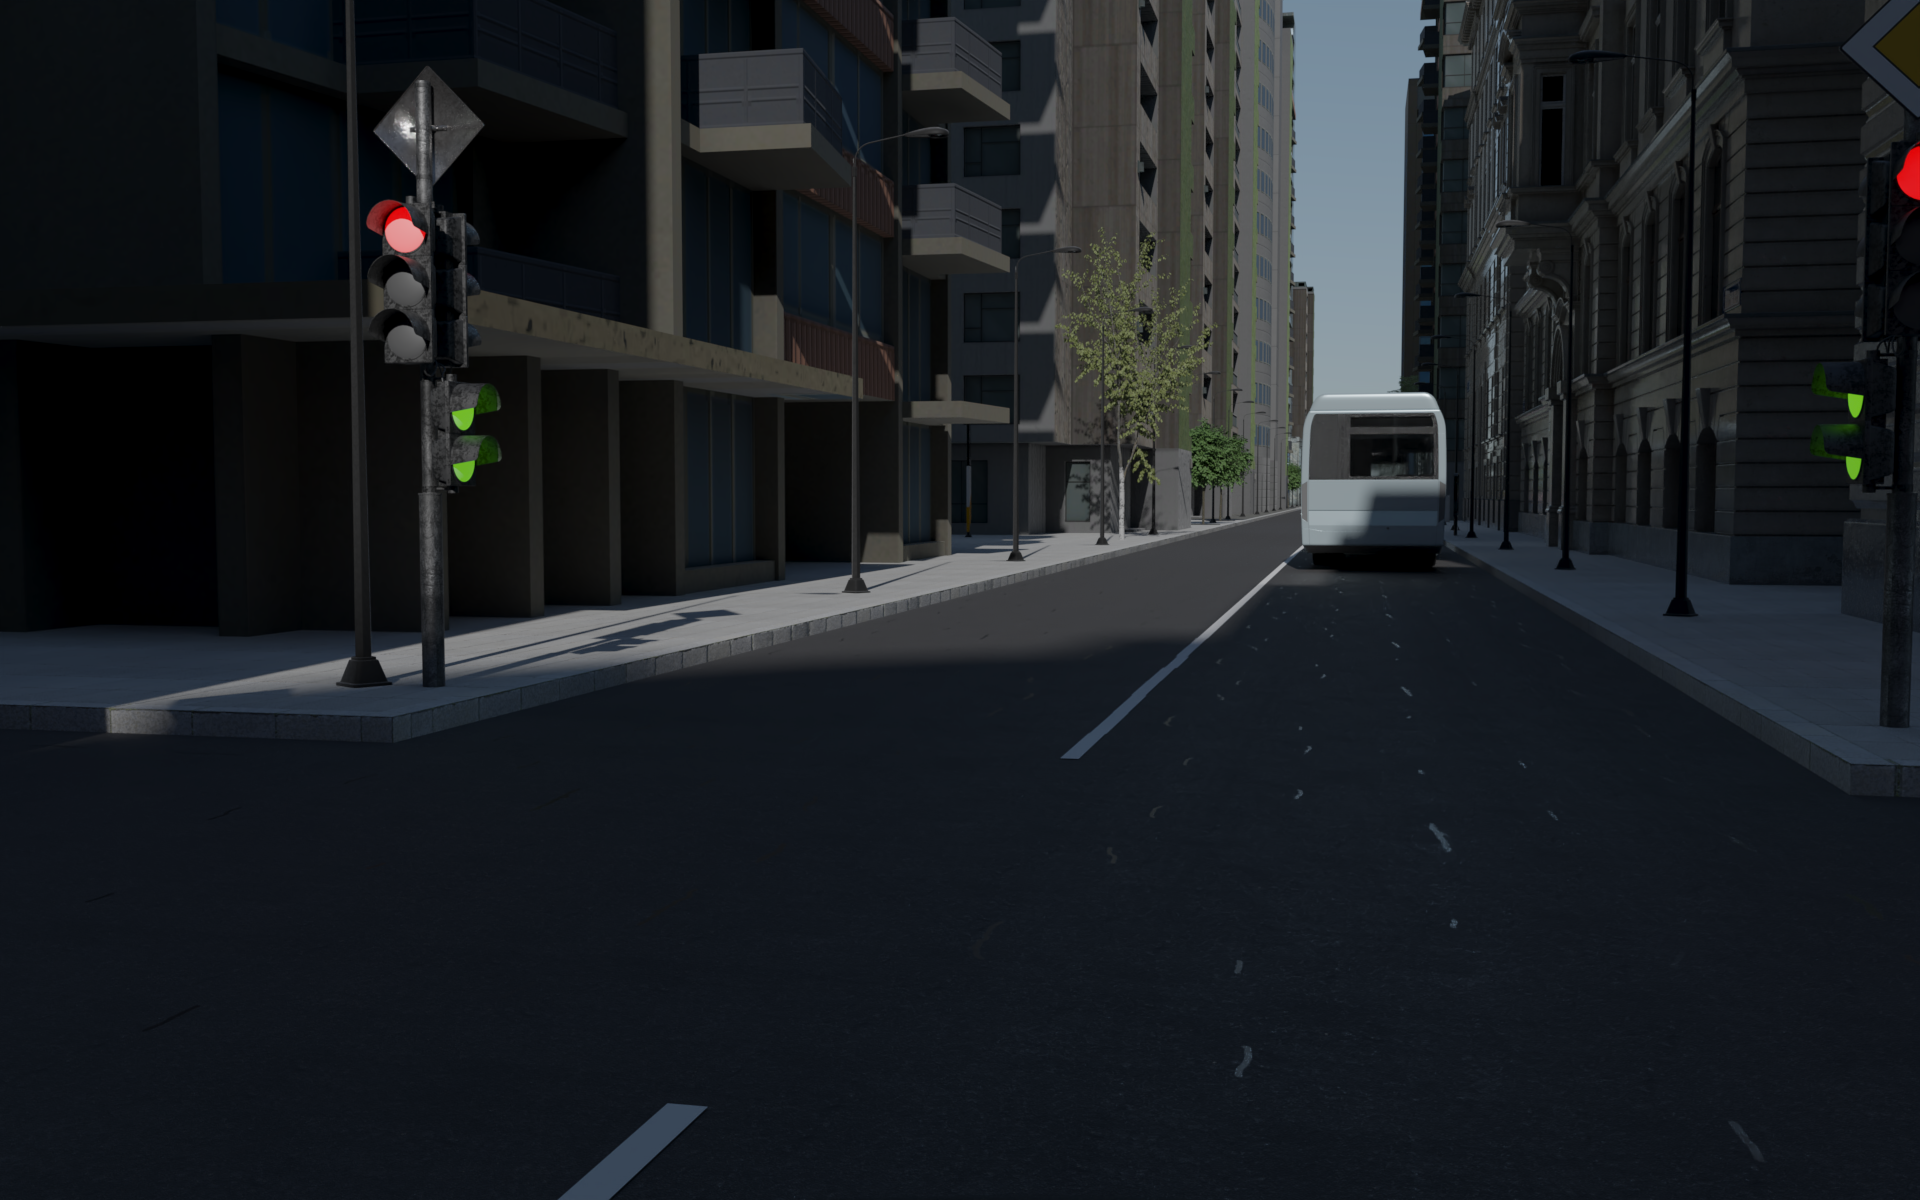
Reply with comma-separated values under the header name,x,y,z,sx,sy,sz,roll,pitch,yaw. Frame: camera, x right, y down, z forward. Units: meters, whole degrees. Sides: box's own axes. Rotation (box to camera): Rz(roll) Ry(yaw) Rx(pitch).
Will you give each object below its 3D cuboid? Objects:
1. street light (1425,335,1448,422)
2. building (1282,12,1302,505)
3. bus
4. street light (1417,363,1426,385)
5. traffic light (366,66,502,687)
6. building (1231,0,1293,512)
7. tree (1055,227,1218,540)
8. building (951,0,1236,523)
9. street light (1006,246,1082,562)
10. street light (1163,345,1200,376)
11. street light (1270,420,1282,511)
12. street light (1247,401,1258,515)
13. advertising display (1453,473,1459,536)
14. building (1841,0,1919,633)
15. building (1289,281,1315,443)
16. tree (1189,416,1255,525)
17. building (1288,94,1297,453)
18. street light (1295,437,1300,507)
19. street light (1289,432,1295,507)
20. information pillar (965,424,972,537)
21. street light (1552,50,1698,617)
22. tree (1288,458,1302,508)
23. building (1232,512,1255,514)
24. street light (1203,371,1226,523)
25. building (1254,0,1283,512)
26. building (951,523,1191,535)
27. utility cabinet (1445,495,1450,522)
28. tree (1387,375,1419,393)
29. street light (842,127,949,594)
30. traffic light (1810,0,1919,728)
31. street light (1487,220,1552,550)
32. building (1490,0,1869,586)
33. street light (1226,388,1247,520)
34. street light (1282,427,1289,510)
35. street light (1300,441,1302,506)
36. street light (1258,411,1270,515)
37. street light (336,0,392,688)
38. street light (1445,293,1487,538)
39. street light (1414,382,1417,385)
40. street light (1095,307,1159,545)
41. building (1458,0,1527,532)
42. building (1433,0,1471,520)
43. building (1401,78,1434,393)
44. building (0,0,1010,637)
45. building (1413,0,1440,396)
name,x,y,z,sx,sy,sz,roll,pitch,yaw
street light,14.441,-4.776,50.629,1.470,5.913,1.316,1,4,13
building,30.864,-54.921,210.634,22.319,86.520,31.000,1,4,13
bus,9.123,-2.635,37.938,2.948,3.499,13.247,1,4,14
street light,16.992,-5.424,61.229,1.470,5.913,1.316,1,4,13
traffic light,-3.494,-1.377,11.431,0.839,4.253,0.868,1,4,13
building,21.038,-28.475,149.159,14.154,41.232,14.086,1,4,13
tree,4.775,-5.998,48.434,4.737,8.622,4.395,0,3,0
building,7.217,-19.679,93.446,14.160,30.474,14.107,1,4,13
street light,1.591,-3.682,32.739,1.470,5.913,1.316,1,4,13
street light,6.621,-4.999,54.269,1.470,5.913,1.316,1,4,13
street light,19.170,-8.307,108.353,1.470,5.913,1.316,1,4,13
street light,13.923,-6.958,86.296,1.470,5.913,1.316,1,4,13
advertising display,15.397,-2.969,53.750,0.123,1.923,0.974,1,4,18
building,17.387,-11.149,11.164,19.941,23.489,11.050,1,4,13
building,40.315,-28.240,233.426,14.160,30.474,14.107,1,4,13
tree,10.113,-5.428,72.454,4.285,4.588,4.351,0,3,0
building,23.729,-32.274,182.303,22.147,44.769,28.867,1,4,13
street light,26.721,-10.320,141.265,1.470,5.913,1.316,1,4,13
street light,24.200,-9.646,130.260,1.470,5.913,1.316,1,4,13
information pillar,0.262,-3.674,51.424,0.183,3.616,0.504,0,4,6
street light,7.065,-2.792,18.194,1.470,5.913,1.316,1,4,13
tree,30.389,-10.771,159.821,4.285,4.588,4.351,0,3,0
building,11.100,-25.965,108.119,14.154,41.232,14.086,1,4,13
street light,9.154,-5.696,65.666,1.470,5.913,1.316,1,4,13
building,12.614,-35.897,128.908,21.231,58.520,28.212,1,4,13
building,0.394,-17.621,59.809,14.160,30.474,14.107,1,4,13
utility cabinet,22.218,-4.160,79.178,0.306,1.237,1.020,1,4,12
tree,42.500,-15.122,165.367,7.486,12.596,7.792,0,3,0
street light,-0.825,-3.038,22.210,1.470,5.913,1.316,1,4,13
traffic light,5.144,-1.256,9.455,0.839,4.253,0.868,1,4,13
street light,9.773,-3.478,29.414,1.470,5.913,1.316,1,4,13
building,19.720,-13.454,39.061,14.460,24.649,34.723,1,4,13
street light,11.713,-6.345,76.277,1.470,5.913,1.316,1,4,13
street light,21.769,-9.003,119.735,1.470,5.913,1.316,1,4,13
street light,29.229,-10.962,151.772,1.470,5.913,1.316,1,4,13
street light,16.488,-7.642,97.487,1.470,5.913,1.316,1,4,13
street light,-3.473,-2.372,11.316,1.470,5.913,1.316,1,4,13
street light,12.091,-4.124,39.965,1.470,5.913,1.316,1,4,13
street light,19.487,-6.067,71.739,1.470,5.913,1.316,1,4,13
street light,4.099,-4.324,43.246,1.470,5.913,1.316,1,4,13
building,26.533,-16.562,68.054,12.463,27.353,25.104,1,4,13
building,31.916,-19.463,89.923,14.160,30.474,14.107,1,4,13
building,53.748,-32.533,182.018,14.600,45.320,14.200,1,4,13
building,-11.427,-22.899,29.032,22.147,44.769,28.867,1,4,13
building,48.231,-29.656,139.498,22.147,44.769,28.867,1,4,13
